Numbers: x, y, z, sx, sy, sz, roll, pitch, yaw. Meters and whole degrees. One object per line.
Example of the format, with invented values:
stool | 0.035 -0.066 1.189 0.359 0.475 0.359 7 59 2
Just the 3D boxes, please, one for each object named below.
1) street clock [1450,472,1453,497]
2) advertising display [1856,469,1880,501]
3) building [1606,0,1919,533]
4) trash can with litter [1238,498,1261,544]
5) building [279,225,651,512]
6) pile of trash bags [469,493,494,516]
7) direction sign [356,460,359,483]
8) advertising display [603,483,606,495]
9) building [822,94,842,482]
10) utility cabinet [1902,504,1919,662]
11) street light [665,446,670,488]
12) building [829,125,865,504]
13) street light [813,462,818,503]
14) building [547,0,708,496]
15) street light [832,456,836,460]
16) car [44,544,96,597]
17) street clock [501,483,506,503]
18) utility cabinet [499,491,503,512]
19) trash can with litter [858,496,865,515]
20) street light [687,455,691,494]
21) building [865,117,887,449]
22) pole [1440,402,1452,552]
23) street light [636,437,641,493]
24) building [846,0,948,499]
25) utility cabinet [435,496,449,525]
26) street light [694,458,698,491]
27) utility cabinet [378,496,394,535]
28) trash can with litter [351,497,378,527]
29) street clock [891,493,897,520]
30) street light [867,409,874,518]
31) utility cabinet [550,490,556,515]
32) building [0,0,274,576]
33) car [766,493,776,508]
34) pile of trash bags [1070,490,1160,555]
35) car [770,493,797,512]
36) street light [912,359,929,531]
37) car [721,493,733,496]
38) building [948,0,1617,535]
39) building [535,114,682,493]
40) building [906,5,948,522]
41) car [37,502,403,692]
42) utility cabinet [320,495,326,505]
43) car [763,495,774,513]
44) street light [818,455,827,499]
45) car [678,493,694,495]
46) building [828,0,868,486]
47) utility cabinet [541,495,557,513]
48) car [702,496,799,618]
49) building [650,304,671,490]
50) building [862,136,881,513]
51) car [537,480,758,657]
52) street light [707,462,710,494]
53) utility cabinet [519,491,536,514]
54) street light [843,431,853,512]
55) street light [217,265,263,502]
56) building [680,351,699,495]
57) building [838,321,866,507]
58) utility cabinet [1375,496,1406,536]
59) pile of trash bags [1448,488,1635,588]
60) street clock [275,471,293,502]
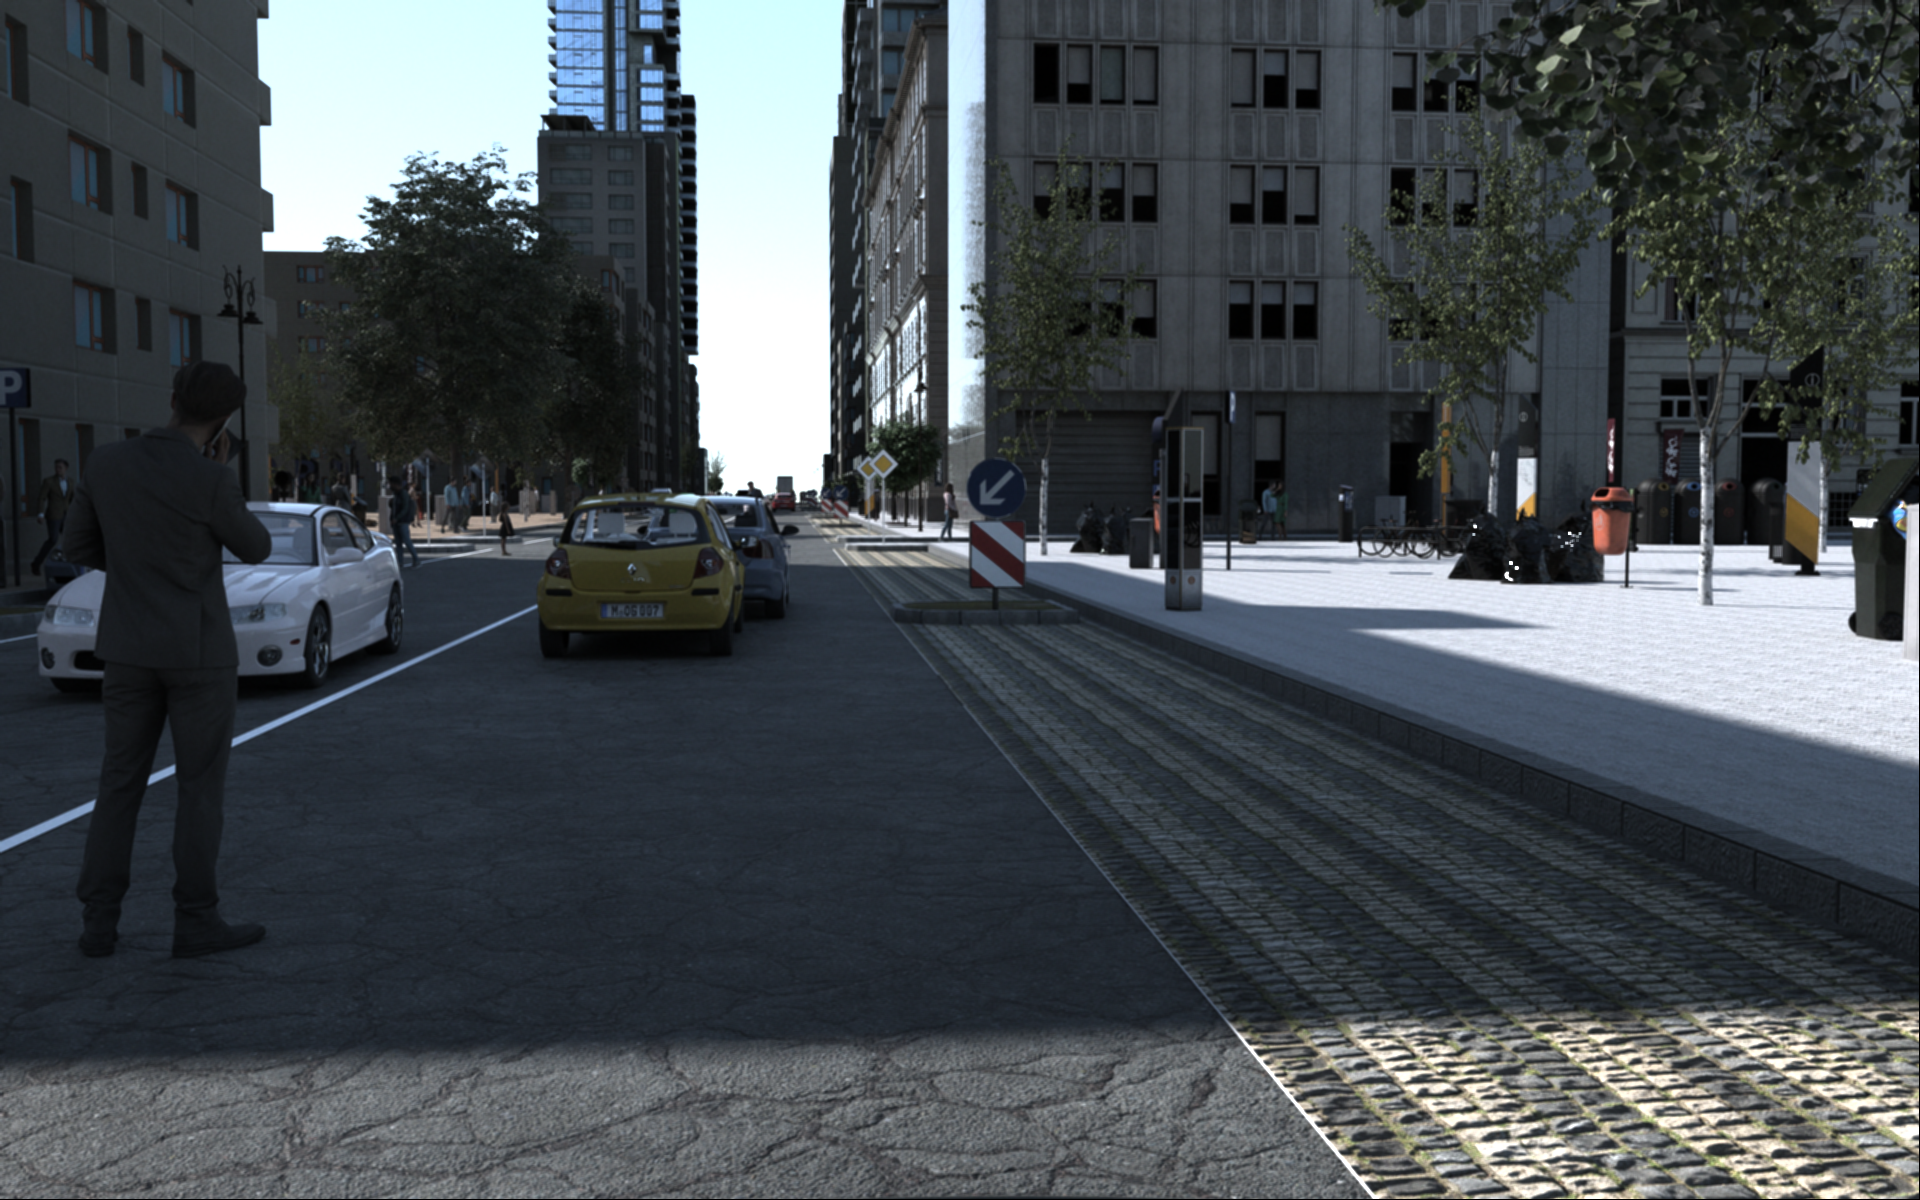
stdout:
street clock | 15.098 -3.001 53.634 0.358 2.002 0.471 0 4 6
advertising display | 23.264 -2.389 44.274 0.123 1.923 0.974 0 4 -8
building | 35.104 -14.158 64.766 30.059 22.955 16.112 0 4 -6
trash can with litter | 7.505 -2.039 44.718 0.624 1.170 1.055 0 4 3
building | -40.221 -17.960 138.678 27.650 21.520 28.899 0 4 -6
pile of trash bags | -28.549 -5.628 101.767 1.912 1.369 3.447 -2 4 -32
direction sign | -40.672 -7.622 116.614 0.379 3.537 0.876 1 4 9
advertising display | -20.294 -5.730 98.904 0.123 1.923 0.974 -1 4 -9
building | -10.135 -58.561 270.140 22.319 86.520 31.000 0 4 -6
utility cabinet | 7.835 -0.131 13.309 1.020 1.237 0.306 0 4 0
street light | -27.085 -11.495 160.738 0.468 5.910 1.993 0 4 -6
building | -5.947 -36.746 224.505 21.300 48.544 21.600 0 4 -6
street light | -20.749 -17.109 252.526 0.468 5.910 1.993 0 4 -6
building | -47.970 -57.425 251.577 22.319 86.520 31.000 0 4 -6
street light | -12.326 -12.030 169.476 0.468 5.910 1.993 0 4 -6
car | -11.214 -0.762 24.462 2.014 1.417 4.499 0 4 -4
street clock | -28.870 -6.416 109.466 0.358 2.002 0.471 -1 4 -10
utility cabinet | -32.135 -6.883 121.216 0.318 1.500 1.173 -1 4 -17
trash can with litter | -5.657 -5.700 104.581 1.055 1.170 0.624 0 4 4
street light | -30.370 -13.514 193.740 0.468 5.910 1.993 0 4 -6
building | -0.543 -22.326 136.737 14.160 30.474 14.107 0 4 -6
pole | 10.810 -2.733 38.531 0.158 3.312 0.155 0 3 0
street light | -23.689 -9.470 127.630 0.468 5.910 1.993 0 4 -6
building | 1.609 -32.977 158.777 23.786 49.044 30.456 0 4 -6
utility cabinet | -21.197 -3.687 71.443 0.306 1.237 1.020 2 4 23
street light | -32.012 -14.521 210.203 0.468 5.910 1.993 0 4 -6
utility cabinet | -18.059 -2.674 54.878 0.306 1.237 1.020 0 4 7
trash can with litter | -23.283 -3.451 67.818 1.055 1.170 0.624 1 4 17
street clock | -3.255 -4.966 85.768 0.471 2.002 0.358 3 4 36
street light | -4.727 -7.309 92.293 0.468 5.910 1.993 0 4 -6
utility cabinet | -24.593 -5.872 104.685 0.318 1.500 1.173 -1 4 -11
building | -29.352 -11.063 25.927 28.899 21.520 27.650 0 4 -6
car | -17.789 -9.377 163.535 2.015 1.641 3.980 0 4 -6
pile of trash bags | 3.757 -1.666 36.986 1.912 1.369 3.447 -1 4 -21
car | -14.070 -7.911 138.392 2.155 1.783 4.494 0 4 -5
street light | -1.355 -5.291 59.299 0.468 5.910 1.993 0 4 -6
car | -24.964 -10.779 185.832 1.945 1.707 3.694 0 4 -7
building | 10.055 -14.762 59.376 19.932 24.808 12.078 0 4 -6
building | -38.062 -30.931 189.322 14.154 41.232 14.086 0 4 -6
building | 2.893 -17.936 90.525 12.463 27.353 25.104 0 4 -6
car | -5.821 -0.109 14.147 2.083 1.381 4.827 0 4 -7
utility cabinet | -45.450 -6.855 123.240 1.020 1.237 0.306 3 5 44
car | -13.591 -6.377 116.625 2.083 1.381 4.827 0 4 -5
street light | -17.431 -15.091 219.526 0.468 5.910 1.993 0 4 -6
car | -15.522 -5.400 97.079 1.959 1.807 4.718 0 4 -7
building | -8.253 -49.327 244.754 20.563 71.187 20.611 0 4 -6
utility cabinet | -28.040 -6.547 118.209 1.020 1.237 0.306 -2 4 -26
car | -2.983 -0.563 21.200 2.014 1.417 4.499 0 4 -5
building | -43.032 -19.745 167.871 27.650 21.520 28.899 0 4 -6
building | 0.249 -19.461 115.443 12.463 27.353 25.104 0 4 -6
car | -2.977 -0.397 16.713 2.015 1.641 3.980 0 4 -5
street light | -35.324 -16.539 243.204 0.468 5.910 1.993 0 4 -6
utility cabinet | -27.130 -6.109 108.567 0.318 1.500 1.173 2 4 27
street light | -8.082 -9.411 126.662 0.468 5.910 1.993 0 4 -6
street light | -14.547 -3.813 35.132 0.468 5.910 1.993 0 4 -6
building | -48.412 -23.106 222.824 27.650 21.520 28.899 0 4 -6
building | 0.945 -21.057 189.320 27.650 21.520 28.899 0 4 -6
utility cabinet | 13.279 -2.589 53.496 0.306 1.237 1.020 -2 4 -33
pile of trash bags | 8.607 -0.937 25.071 1.912 1.369 3.447 -1 4 -13
street clock | -20.853 -2.989 53.447 0.471 2.002 0.358 1 4 11
